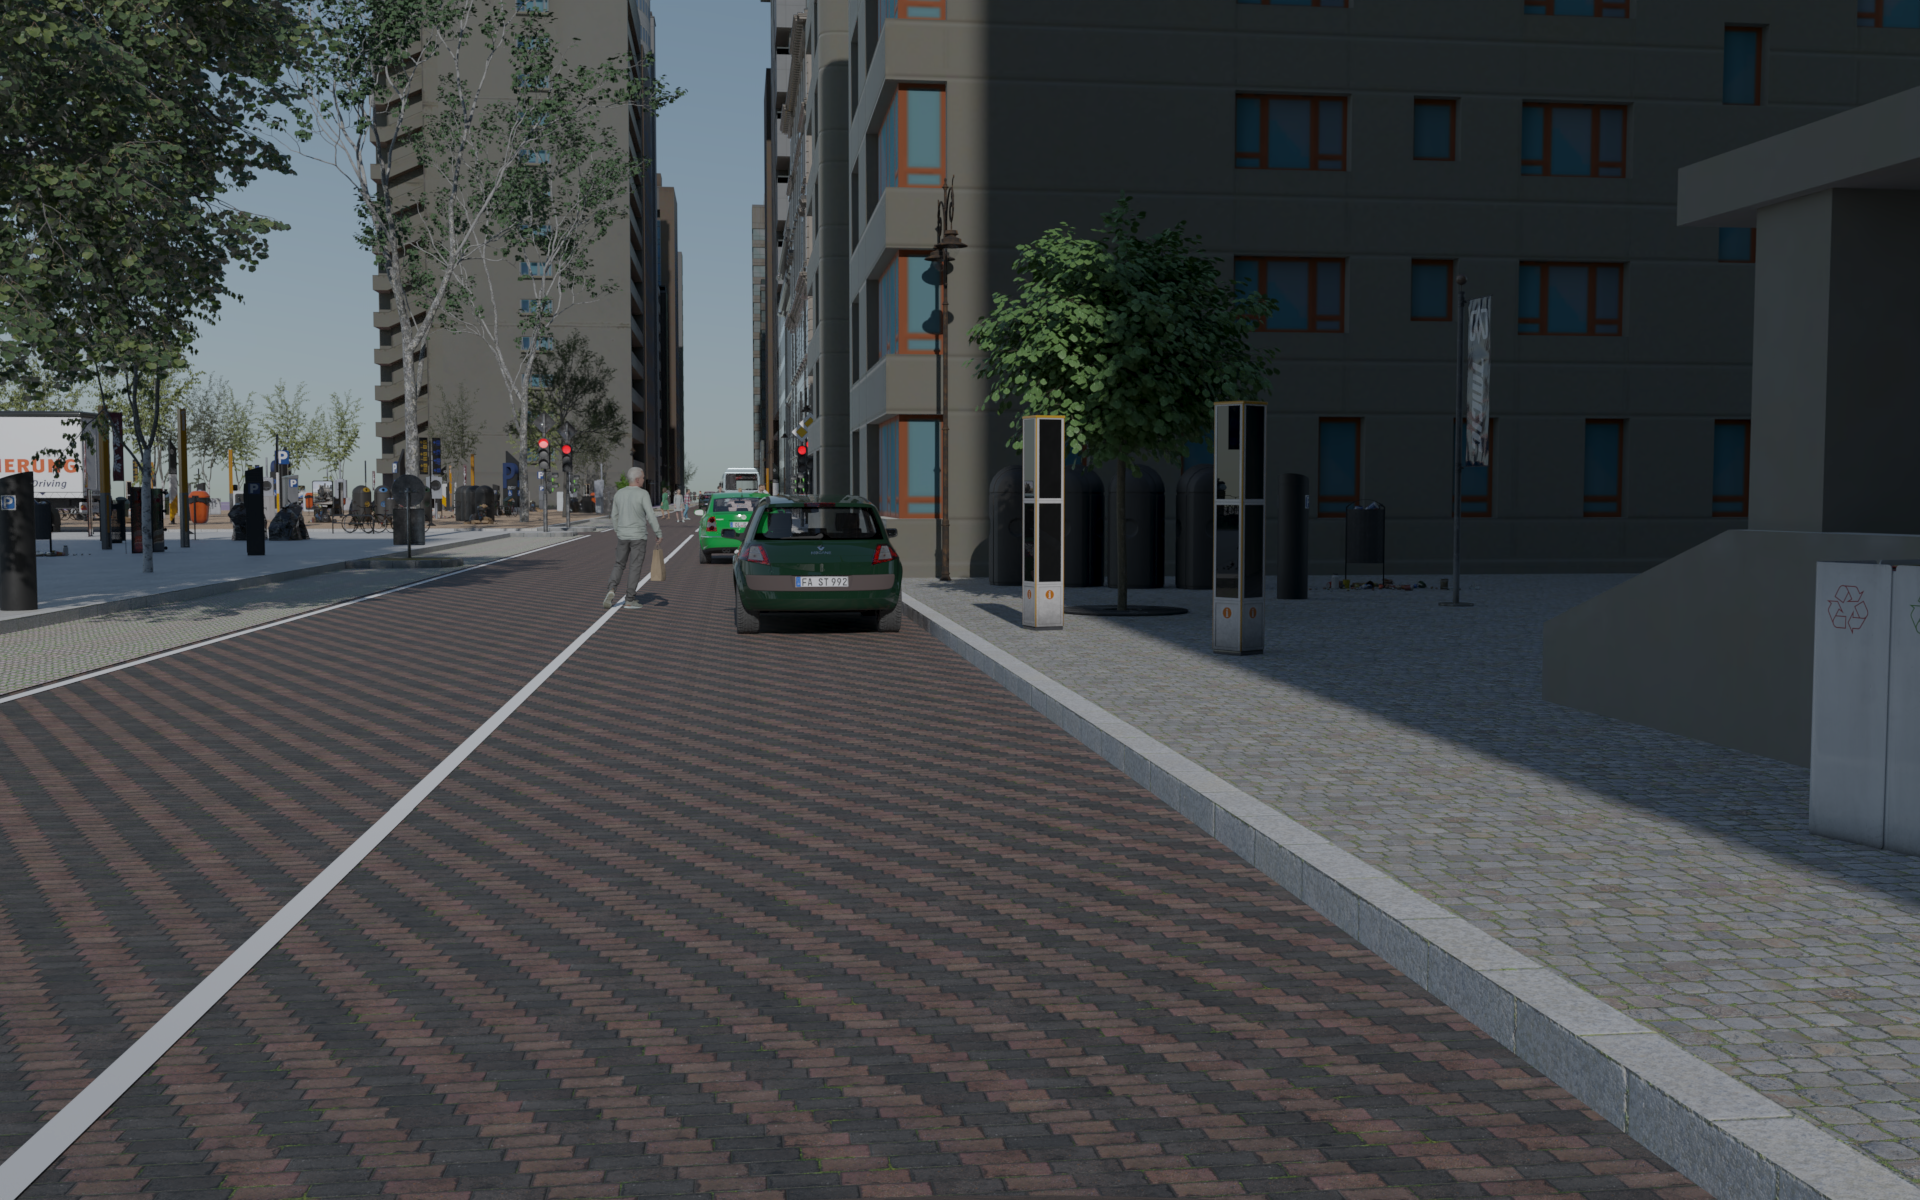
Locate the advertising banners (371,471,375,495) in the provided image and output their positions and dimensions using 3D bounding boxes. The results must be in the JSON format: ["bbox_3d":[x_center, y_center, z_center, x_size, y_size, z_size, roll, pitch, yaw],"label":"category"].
[{"bbox_3d":[-44.673,-8.251,131.087,0.090,3.025,2.074,-3,5,-41],"label":"advertising banners"}]

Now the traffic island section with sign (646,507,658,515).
[{"bbox_3d":[-21.467,-6.562,115.913,1.989,1.847,2.006,0,4,-7],"label":"traffic island section with sign"}]

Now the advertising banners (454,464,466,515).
[{"bbox_3d":[-29.302,-6.446,101.583,0.090,3.025,2.074,-2,4,-35],"label":"advertising banners"}]

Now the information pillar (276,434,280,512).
[{"bbox_3d":[-26.446,-4.636,67.153,0.183,3.616,0.504,-1,4,-18],"label":"information pillar"}]

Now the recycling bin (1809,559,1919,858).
[{"bbox_3d":[3.664,0.380,6.347,0.722,1.027,0.722,-1,4,-23],"label":"recycling bin"}]

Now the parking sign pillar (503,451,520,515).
[{"bbox_3d":[-27.785,-7.280,107.504,1.447,3.967,1.447,2,4,34],"label":"parking sign pillar"}]

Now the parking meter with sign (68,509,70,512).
[{"bbox_3d":[-58.706,-7.292,115.493,0.543,3.016,1.738,1,4,15],"label":"parking meter with sign"}]

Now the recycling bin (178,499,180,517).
[{"bbox_3d":[-44.107,-5.278,98.853,0.722,1.027,0.722,1,4,14],"label":"recycling bin"}]

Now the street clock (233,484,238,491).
[{"bbox_3d":[-54.319,-7.662,129.845,0.471,2.002,0.358,0,4,-4],"label":"street clock"}]

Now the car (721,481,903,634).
[{"bbox_3d":[-1.640,-0.576,19.205,2.009,1.686,4.222,0,4,-8],"label":"car"}]

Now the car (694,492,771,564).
[{"bbox_3d":[-4.693,-1.726,37.022,1.959,1.807,4.718,-1,4,-9],"label":"car"}]

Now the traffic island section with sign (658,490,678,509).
[{"bbox_3d":[-27.800,-9.555,164.858,1.989,1.847,2.006,0,4,-7],"label":"traffic island section with sign"}]

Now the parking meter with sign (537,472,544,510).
[{"bbox_3d":[-32.354,-8.415,133.851,0.543,3.016,1.738,-1,4,-14],"label":"parking meter with sign"}]

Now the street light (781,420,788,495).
[{"bbox_3d":[-10.937,-8.273,108.054,0.468,5.910,1.993,0,4,-7],"label":"street light"}]

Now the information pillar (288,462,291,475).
[{"bbox_3d":[-48.938,-8.246,126.180,0.183,3.616,0.504,3,5,41],"label":"information pillar"}]

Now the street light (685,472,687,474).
[{"bbox_3d":[-46.458,-19.624,293.638,0.468,5.910,1.993,0,4,-7],"label":"street light"}]

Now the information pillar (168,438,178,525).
[{"bbox_3d":[-33.081,-4.981,72.792,0.183,3.616,0.504,1,4,9],"label":"information pillar"}]

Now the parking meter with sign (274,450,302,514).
[{"bbox_3d":[-26.549,-4.426,68.622,0.543,3.016,1.738,-3,5,-41],"label":"parking meter with sign"}]

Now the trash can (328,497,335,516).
[{"bbox_3d":[-36.173,-5.364,99.361,0.748,1.137,0.748,0,3,0],"label":"trash can"}]

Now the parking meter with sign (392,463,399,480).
[{"bbox_3d":[-31.235,-6.239,98.273,1.738,3.016,0.543,-3,5,-45],"label":"parking meter with sign"}]

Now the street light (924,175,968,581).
[{"bbox_3d":[-0.214,-3.224,25.494,0.468,5.910,1.993,0,4,-7],"label":"street light"}]

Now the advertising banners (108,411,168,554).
[{"bbox_3d":[-17.796,-2.525,37.479,0.090,3.025,2.074,0,4,6],"label":"advertising banners"}]

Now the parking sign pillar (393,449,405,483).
[{"bbox_3d":[-33.131,-6.964,102.332,1.447,3.967,1.447,0,4,-5],"label":"parking sign pillar"}]

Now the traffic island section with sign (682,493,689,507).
[{"bbox_3d":[-31.259,-11.190,191.591,1.989,1.847,2.006,0,4,-7],"label":"traffic island section with sign"}]

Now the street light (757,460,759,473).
[{"bbox_3d":[-25.075,-14.960,217.381,0.468,5.910,1.993,0,4,-7],"label":"street light"}]

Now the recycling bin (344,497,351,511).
[{"bbox_3d":[-48.033,-7.512,135.371,0.722,1.027,0.722,-3,4,-38],"label":"recycling bin"}]

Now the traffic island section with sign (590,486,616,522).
[{"bbox_3d":[-17.997,-4.927,89.181,1.989,1.847,2.006,0,4,-7],"label":"traffic island section with sign"}]

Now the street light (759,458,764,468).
[{"bbox_3d":[-20.704,-12.871,183.224,0.468,5.910,1.993,0,4,-7],"label":"street light"}]

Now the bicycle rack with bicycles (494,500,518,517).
[{"bbox_3d":[-26.636,-5.184,98.135,2.852,0.926,2.925,-2,4,-34],"label":"bicycle rack with bicycles"}]

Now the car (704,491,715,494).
[{"bbox_3d":[-33.280,-13.570,230.545,2.281,1.827,5.304,0,4,-8],"label":"car"}]

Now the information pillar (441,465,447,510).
[{"bbox_3d":[-41.280,-9.005,138.591,0.504,3.616,0.183,-1,4,-20],"label":"information pillar"}]

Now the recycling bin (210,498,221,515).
[{"bbox_3d":[-46.424,-5.817,107.669,0.722,1.027,0.722,-3,5,-40],"label":"recycling bin"}]

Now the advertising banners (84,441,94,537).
[{"bbox_3d":[-26.238,-3.421,52.125,0.090,3.025,2.074,-1,4,-22],"label":"advertising banners"}]

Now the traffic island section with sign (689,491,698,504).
[{"bbox_3d":[-38.429,-14.576,246.946,1.989,1.847,2.006,0,4,-7],"label":"traffic island section with sign"}]

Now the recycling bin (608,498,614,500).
[{"bbox_3d":[-26.060,-7.198,130.247,0.722,1.027,0.722,-1,4,-13],"label":"recycling bin"}]

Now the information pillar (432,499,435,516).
[{"bbox_3d":[-30.616,-5.869,100.448,0.304,2.012,0.304,-2,4,-25],"label":"information pillar"}]

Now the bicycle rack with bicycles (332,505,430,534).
[{"bbox_3d":[-19.256,-2.654,56.767,2.925,0.926,2.852,2,4,27],"label":"bicycle rack with bicycles"}]

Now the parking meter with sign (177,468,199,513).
[{"bbox_3d":[-52.409,-7.395,117.176,1.738,3.016,0.543,-2,4,-30],"label":"parking meter with sign"}]

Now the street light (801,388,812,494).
[{"bbox_3d":[-6.561,-6.188,73.969,0.468,5.910,1.993,0,4,-7],"label":"street light"}]

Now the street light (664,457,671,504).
[{"bbox_3d":[-35.898,-14.581,211.184,0.468,5.910,1.993,0,4,-7],"label":"street light"}]

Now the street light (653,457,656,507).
[{"bbox_3d":[-31.290,-12.463,176.564,0.468,5.910,1.993,0,4,-7],"label":"street light"}]

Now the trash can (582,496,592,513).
[{"bbox_3d":[-24.986,-6.385,116.055,0.748,1.137,0.748,0,3,0],"label":"trash can"}]

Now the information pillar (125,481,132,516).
[{"bbox_3d":[-47.749,-5.813,99.538,0.304,2.012,0.304,-2,4,-34],"label":"information pillar"}]

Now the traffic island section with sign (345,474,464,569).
[{"bbox_3d":[-10.866,-1.555,34.048,1.989,1.847,2.006,0,4,-7],"label":"traffic island section with sign"}]

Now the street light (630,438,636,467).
[{"bbox_3d":[-26.976,-10.403,142.879,0.468,5.910,1.993,0,4,-7],"label":"street light"}]

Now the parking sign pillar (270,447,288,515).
[{"bbox_3d":[-38.559,-6.702,98.045,1.447,3.967,1.447,0,4,4],"label":"parking sign pillar"}]

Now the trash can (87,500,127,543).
[{"bbox_3d":[-22.107,-2.050,45.167,0.748,1.137,0.748,0,3,0],"label":"trash can"}]

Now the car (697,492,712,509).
[{"bbox_3d":[-24.156,-9.542,165.793,2.009,1.686,4.222,-1,4,-9],"label":"car"}]

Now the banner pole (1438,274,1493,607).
[{"bbox_3d":[5.757,-1.807,19.568,0.401,3.779,0.863,-1,4,-14],"label":"banner pole"}]

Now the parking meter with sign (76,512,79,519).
[{"bbox_3d":[-45.324,-5.688,89.256,0.543,3.016,1.738,-2,4,-24],"label":"parking meter with sign"}]

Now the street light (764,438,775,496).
[{"bbox_3d":[-16.439,-10.810,149.533,0.468,5.910,1.993,0,4,-7],"label":"street light"}]

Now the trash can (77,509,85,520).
[{"bbox_3d":[-44.076,-4.612,87.066,0.748,1.137,0.748,0,3,0],"label":"trash can"}]

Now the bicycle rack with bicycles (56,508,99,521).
[{"bbox_3d":[-43.114,-4.303,83.730,2.925,0.926,2.852,-1,4,-19],"label":"bicycle rack with bicycles"}]
